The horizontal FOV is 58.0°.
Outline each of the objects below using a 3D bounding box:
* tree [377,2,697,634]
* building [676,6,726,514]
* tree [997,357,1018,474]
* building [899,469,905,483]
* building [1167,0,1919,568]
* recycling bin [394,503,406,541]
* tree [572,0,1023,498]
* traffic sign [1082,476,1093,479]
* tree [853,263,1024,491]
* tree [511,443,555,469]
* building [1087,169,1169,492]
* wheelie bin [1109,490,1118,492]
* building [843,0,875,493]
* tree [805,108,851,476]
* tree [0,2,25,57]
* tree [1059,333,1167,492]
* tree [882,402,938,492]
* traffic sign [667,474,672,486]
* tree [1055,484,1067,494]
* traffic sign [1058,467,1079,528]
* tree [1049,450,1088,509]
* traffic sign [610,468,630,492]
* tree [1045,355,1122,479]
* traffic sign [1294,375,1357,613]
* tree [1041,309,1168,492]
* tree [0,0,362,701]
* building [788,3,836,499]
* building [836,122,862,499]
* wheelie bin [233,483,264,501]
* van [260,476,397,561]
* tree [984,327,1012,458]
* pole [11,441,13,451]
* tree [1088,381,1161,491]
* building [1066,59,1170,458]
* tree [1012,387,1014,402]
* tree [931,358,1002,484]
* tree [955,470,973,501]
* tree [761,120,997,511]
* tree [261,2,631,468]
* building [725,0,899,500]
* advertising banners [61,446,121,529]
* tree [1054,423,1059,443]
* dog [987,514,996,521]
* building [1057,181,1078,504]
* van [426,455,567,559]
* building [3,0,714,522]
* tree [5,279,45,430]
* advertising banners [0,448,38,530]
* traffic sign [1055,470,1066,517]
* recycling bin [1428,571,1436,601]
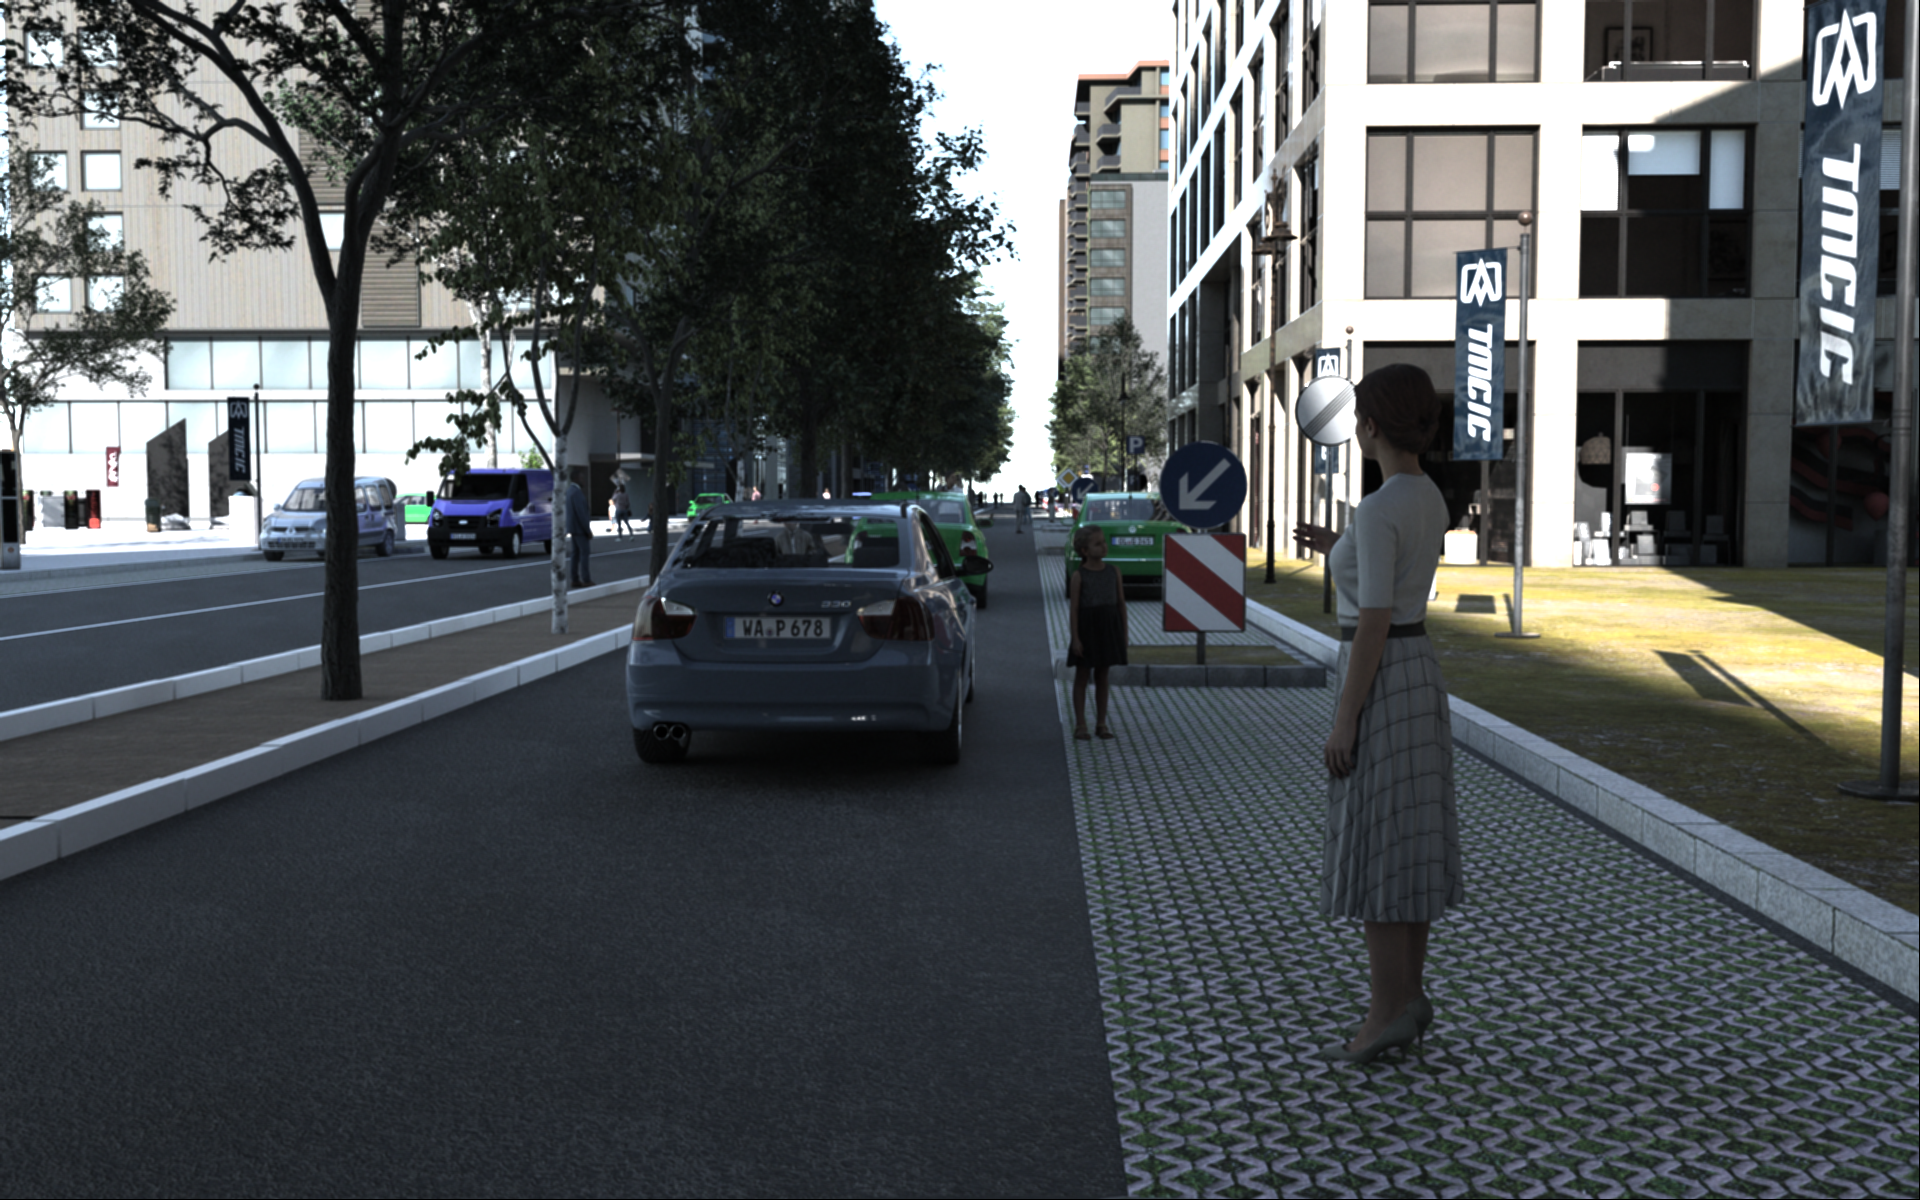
[{"bbox_3d":[-4.124,-3.968,17.699,4.737,8.622,4.395,0,3,0],"label":"tree"},{"bbox_3d":[-23.877,-49.681,124.958,22.319,86.520,31.000,0,4,2],"label":"building"},{"bbox_3d":[0.016,-11.900,115.149,7.486,12.596,7.792,0,3,0],"label":"tree"},{"bbox_3d":[-21.168,-26.626,280.366,27.650,21.520,28.899,0,4,2],"label":"building"},{"bbox_3d":[16.603,-14.788,46.298,19.350,26.468,34.151,0,4,2],"label":"building"},{"bbox_3d":[-15.615,-2.123,47.271,0.722,1.027,0.722,-3,5,-43],"label":"recycling bin"},{"bbox_3d":[-3.412,-7.298,38.789,9.611,12.733,9.660,0,3,0],"label":"tree"},{"bbox_3d":[6.964,-5.661,94.683,0.606,2.300,0.079,0,4,8],"label":"traffic sign"},{"bbox_3d":[-1.543,-10.447,79.920,9.857,13.997,8.962,0,3,0],"label":"tree"},{"bbox_3d":[-15.847,-4.294,64.812,1.663,3.219,1.824,0,3,0],"label":"tree"},{"bbox_3d":[18.596,-23.635,158.130,14.160,30.474,14.107,0,4,2],"label":"building"},{"bbox_3d":[11.546,-7.515,130.772,0.980,1.594,0.693,1,4,21],"label":"wheelie bin"},{"bbox_3d":[-20.989,-47.177,209.596,20.563,71.187,20.611,0,4,2],"label":"building"},{"bbox_3d":[-3.880,-4.734,30.213,4.737,8.622,4.395,0,3,0],"label":"tree"},{"bbox_3d":[-15.818,-10.122,21.381,12.611,20.169,13.585,0,3,0],"label":"tree"},{"bbox_3d":[7.625,-7.899,79.504,4.360,8.622,3.978,0,3,0],"label":"tree"},{"bbox_3d":[-2.304,-6.286,55.597,4.360,8.622,3.978,0,3,0],"label":"tree"},{"bbox_3d":[-12.666,-4.310,74.114,0.795,2.450,0.064,0,4,2],"label":"traffic sign"},{"bbox_3d":[11.642,-12.626,201.041,1.663,3.219,1.824,0,3,0],"label":"tree"},{"bbox_3d":[4.098,-3.780,65.441,0.795,2.450,0.064,0,4,2],"label":"traffic sign"},{"bbox_3d":[9.859,-12.180,149.509,4.737,8.622,4.395,0,3,0],"label":"tree"},{"bbox_3d":[-12.982,-3.822,66.135,0.795,2.450,0.064,0,4,2],"label":"traffic sign"},{"bbox_3d":[10.170,-13.591,140.332,7.486,12.596,7.792,0,3,0],"label":"tree"},{"bbox_3d":[3.959,-1.130,18.582,0.768,2.556,0.104,0,4,3],"label":"traffic sign"},{"bbox_3d":[7.470,-9.321,86.806,7.601,10.594,8.767,1,4,11],"label":"tree"},{"bbox_3d":[-4.341,-4.558,11.386,8.767,10.594,7.601,0,4,2],"label":"tree"},{"bbox_3d":[-23.777,-37.989,163.120,21.231,58.520,28.212,0,4,2],"label":"building"},{"bbox_3d":[-22.407,-34.562,188.782,21.300,48.544,21.600,0,4,2],"label":"building"},{"bbox_3d":[-20.437,-2.558,49.725,0.693,1.594,0.980,0,4,-6],"label":"wheelie bin"},{"bbox_3d":[-13.885,-1.905,38.157,2.013,2.044,4.112,0,4,3],"label":"van"},{"bbox_3d":[-2.668,-7.657,62.058,8.767,10.594,7.601,0,4,2],"label":"tree"},{"bbox_3d":[-32.806,-4.058,60.191,0.158,3.312,0.155,0,3,0],"label":"pole"},{"bbox_3d":[10.706,-9.737,109.564,4.737,8.622,4.395,0,3,0],"label":"tree"},{"bbox_3d":[22.731,-32.077,179.076,22.147,44.769,28.867,0,4,2],"label":"building"},{"bbox_3d":[-1.488,-9.336,89.505,8.767,10.594,7.601,0,4,2],"label":"tree"},{"bbox_3d":[-0.808,-10.873,105.993,9.928,11.665,9.643,0,3,0],"label":"tree"},{"bbox_3d":[0.585,-11.344,138.289,4.737,8.622,4.395,0,3,0],"label":"tree"},{"bbox_3d":[-3.034,-7.757,47.418,7.486,12.596,7.792,0,3,0],"label":"tree"},{"bbox_3d":[-16.147,-12.181,55.046,12.611,20.169,13.585,0,3,0],"label":"tree"},{"bbox_3d":[-19.642,-57.195,247.813,22.319,86.520,31.000,0,4,2],"label":"building"},{"bbox_3d":[-31.713,-4.104,63.284,2.074,3.025,0.090,-3,5,-42],"label":"advertising banners"},{"bbox_3d":[8.340,-10.126,115.926,4.360,8.622,3.978,0,3,0],"label":"tree"},{"bbox_3d":[1.695,-4.428,92.587,0.550,0.427,0.748,1,4,8],"label":"dog"},{"bbox_3d":[21.293,-36.981,254.750,14.600,45.320,14.200,0,4,2],"label":"building"},{"bbox_3d":[-10.649,-2.176,39.963,2.240,2.365,5.245,0,4,2],"label":"van"},{"bbox_3d":[-28.563,-30.564,88.967,28.713,52.752,27.495,0,4,2],"label":"building"},{"bbox_3d":[-30.116,-6.263,52.755,4.360,8.622,3.978,0,3,0],"label":"tree"},{"bbox_3d":[-36.065,-4.332,67.014,0.090,3.025,2.074,2,4,30],"label":"advertising banners"},{"bbox_3d":[4.414,-4.268,73.419,0.795,2.450,0.064,0,4,2],"label":"traffic sign"},{"bbox_3d":[5.269,-0.515,20.978,0.722,1.027,0.722,-1,4,-22],"label":"recycling bin"}]
